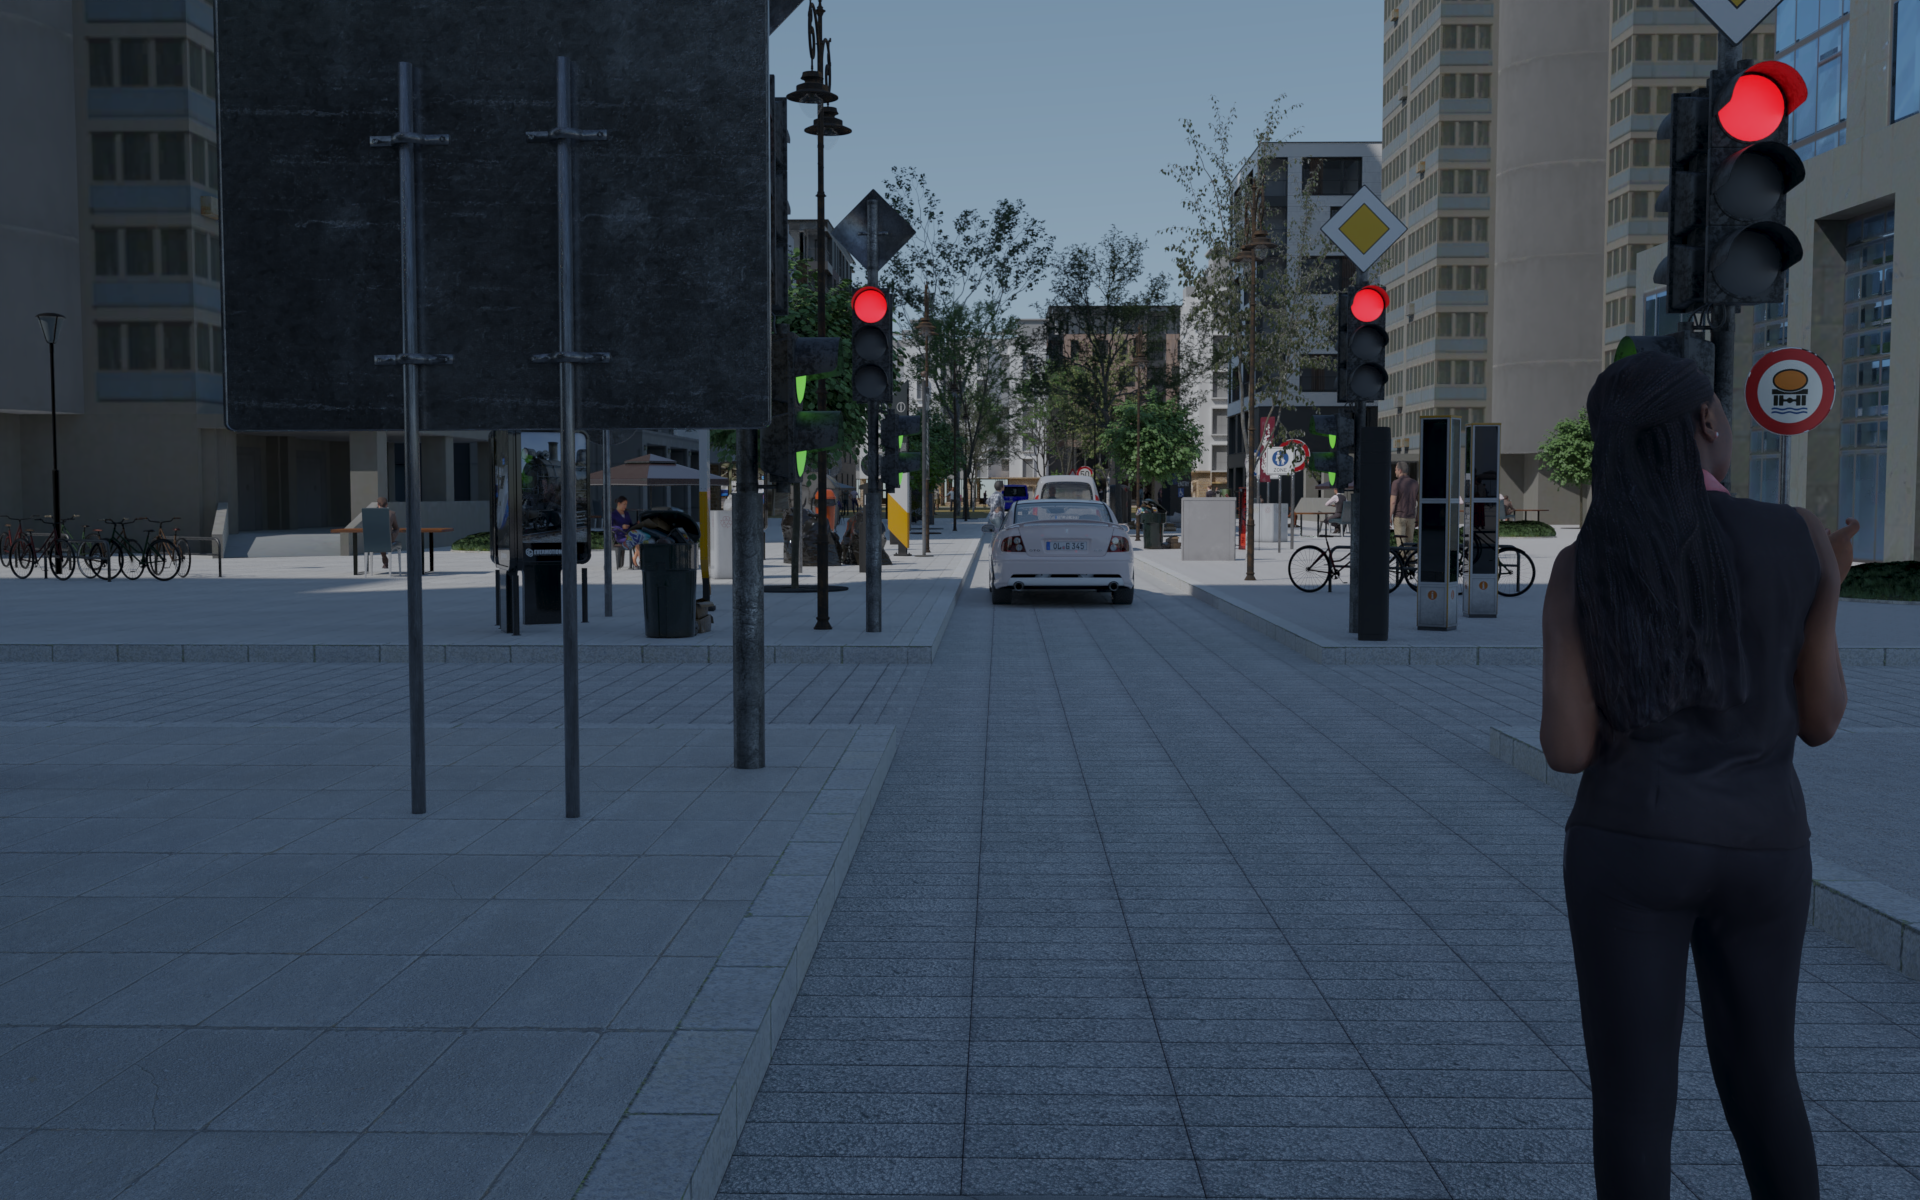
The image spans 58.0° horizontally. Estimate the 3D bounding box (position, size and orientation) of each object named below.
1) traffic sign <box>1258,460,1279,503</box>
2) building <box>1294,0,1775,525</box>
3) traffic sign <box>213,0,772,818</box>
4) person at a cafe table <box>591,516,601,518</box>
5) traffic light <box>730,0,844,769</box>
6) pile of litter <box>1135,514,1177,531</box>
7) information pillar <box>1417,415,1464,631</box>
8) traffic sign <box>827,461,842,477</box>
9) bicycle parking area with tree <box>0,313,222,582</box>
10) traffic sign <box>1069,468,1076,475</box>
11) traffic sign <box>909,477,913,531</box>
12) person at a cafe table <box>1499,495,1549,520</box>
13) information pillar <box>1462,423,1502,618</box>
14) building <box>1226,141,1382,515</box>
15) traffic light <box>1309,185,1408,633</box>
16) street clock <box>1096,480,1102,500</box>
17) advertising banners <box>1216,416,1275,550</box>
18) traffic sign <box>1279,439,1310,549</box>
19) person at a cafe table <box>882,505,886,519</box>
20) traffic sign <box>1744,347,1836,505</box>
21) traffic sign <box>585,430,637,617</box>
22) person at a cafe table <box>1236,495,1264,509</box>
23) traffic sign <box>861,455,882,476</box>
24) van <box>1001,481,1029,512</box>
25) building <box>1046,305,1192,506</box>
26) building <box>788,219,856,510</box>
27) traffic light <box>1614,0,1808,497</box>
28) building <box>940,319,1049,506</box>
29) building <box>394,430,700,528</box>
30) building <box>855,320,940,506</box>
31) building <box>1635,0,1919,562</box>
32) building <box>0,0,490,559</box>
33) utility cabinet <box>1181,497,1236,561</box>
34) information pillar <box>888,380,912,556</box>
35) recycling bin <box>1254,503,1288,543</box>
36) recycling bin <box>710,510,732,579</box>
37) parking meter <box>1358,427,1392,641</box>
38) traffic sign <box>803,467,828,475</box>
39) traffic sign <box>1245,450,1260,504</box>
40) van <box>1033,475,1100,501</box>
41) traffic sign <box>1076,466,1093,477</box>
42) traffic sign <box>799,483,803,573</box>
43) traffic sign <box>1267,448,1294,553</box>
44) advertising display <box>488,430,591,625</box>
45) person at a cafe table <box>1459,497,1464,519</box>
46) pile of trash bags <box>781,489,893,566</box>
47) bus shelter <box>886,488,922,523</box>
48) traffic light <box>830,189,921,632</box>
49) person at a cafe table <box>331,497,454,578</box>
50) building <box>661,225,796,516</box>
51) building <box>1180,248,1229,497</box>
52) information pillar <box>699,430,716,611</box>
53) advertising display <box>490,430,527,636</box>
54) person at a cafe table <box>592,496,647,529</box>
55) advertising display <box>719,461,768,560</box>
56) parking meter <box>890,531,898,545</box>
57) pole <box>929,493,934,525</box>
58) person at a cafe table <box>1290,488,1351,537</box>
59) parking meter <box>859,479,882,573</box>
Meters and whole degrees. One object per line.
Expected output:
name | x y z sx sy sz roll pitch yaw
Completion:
traffic sign | 8.446 -2.775 47.499 0.606 2.300 0.079 1 4 11
building | 32.647 -23.617 78.022 32.217 40.220 23.993 0 4 1
traffic sign | -1.858 -0.792 6.827 2.265 3.308 0.079 0 4 8
person at a cafe table | -10.335 -2.209 44.631 1.698 1.524 1.622 -2 4 -30
traffic light | -0.972 -1.168 8.018 0.839 4.253 0.868 0 4 1
pile of litter | 6.974 -2.798 59.713 1.719 0.858 1.176 0 4 6
information pillar | 4.506 -0.722 16.297 0.304 2.012 0.304 2 4 34
traffic sign | -3.954 -3.200 52.422 0.768 2.556 0.104 0 4 3
bicycle parking area with tree | -15.776 -2.344 25.326 8.231 4.147 9.016 -3 5 -42
traffic sign | 5.700 -5.360 87.640 0.884 2.594 0.081 0 4 4
traffic sign | -1.726 -3.678 60.139 0.884 2.594 0.081 1 4 10
person at a cafe table | 19.801 -3.124 61.944 1.726 1.238 1.698 -2 4 -35
information pillar | 5.418 -0.826 17.996 0.304 2.012 0.304 0 4 4
building | 31.733 -16.684 116.763 27.936 21.610 32.646 0 4 1
traffic light | 3.656 -1.651 15.913 0.839 4.253 0.868 0 4 1
street clock | 7.226 -5.236 90.176 0.358 2.002 0.471 -1 4 -14
advertising banners | 6.541 -2.661 39.687 0.090 3.025 2.074 -2 4 -28
traffic sign | 7.703 -2.446 40.106 0.768 2.556 0.104 0 4 7
person at a cafe table | -3.177 -4.901 88.648 1.622 1.524 1.698 -3 5 -39
traffic sign | 7.195 -0.918 15.109 0.768 2.556 0.104 0 4 4
traffic sign | -3.683 -1.099 18.069 0.768 2.556 0.104 0 4 4
person at a cafe table | 11.182 -3.531 68.591 1.698 1.238 1.726 -1 4 -23
traffic sign | -2.688 -3.260 53.404 0.768 2.556 0.104 0 4 5
van | 3.554 -6.808 115.689 2.240 2.365 5.245 0 4 0
building | 26.142 -21.652 197.992 32.646 21.610 27.936 0 4 1
building | -25.736 -18.303 143.221 32.646 21.610 27.936 0 4 1
traffic light | 3.469 -1.163 7.930 0.839 4.253 0.868 0 4 1
building | 4.013 -20.608 193.354 11.380 20.091 16.016 0 4 1
building | -21.936 -38.877 73.884 20.563 71.187 20.611 0 4 1
building | -7.349 -20.662 194.244 11.380 20.091 16.016 0 4 1
building | 31.845 -44.090 33.544 31.000 86.520 22.319 0 4 1
building | -28.600 -21.411 41.950 32.217 40.220 23.993 0 4 1
utility cabinet | 4.794 -1.362 33.425 1.020 1.237 0.306 0 4 2
information pillar | -1.255 -2.714 35.729 0.504 3.616 0.183 2 4 30
recycling bin | 8.258 -2.057 46.190 0.722 1.027 0.722 3 5 45
recycling bin | -3.428 -0.848 26.413 0.722 1.027 0.722 -1 4 -16
parking meter | 3.650 -0.583 15.247 0.255 1.863 0.399 1 4 16
traffic sign | -4.068 -2.908 47.555 0.884 2.594 0.081 0 4 8
traffic sign | 8.514 -3.017 49.433 0.768 2.556 0.104 1 4 8
van | 2.432 -2.027 40.146 2.013 2.044 4.112 0 4 2
traffic sign | 5.700 -4.830 79.071 0.768 2.556 0.104 1 4 10
traffic sign | -2.585 -1.713 28.016 0.884 2.594 0.081 0 4 6
traffic sign | 6.972 -2.179 37.750 0.606 2.300 0.079 1 4 9
advertising display | -4.127 -0.724 17.049 0.974 1.923 0.123 -2 4 -27
person at a cafe table | 16.883 -3.118 59.501 1.698 1.524 1.622 1 4 19
pile of trash bags | -2.392 -1.380 32.316 1.912 1.369 3.447 -1 4 -11
bus shelter | -2.322 -5.350 78.751 1.731 3.624 6.357 0 4 1
traffic light | -0.784 -1.656 16.001 0.839 4.253 0.868 0 4 1
person at a cafe table | -9.028 -1.009 27.354 1.698 1.238 1.726 0 4 -6
building | -18.352 -15.457 109.141 16.016 20.091 11.380 0 4 1
building | 25.910 -17.278 138.923 16.016 20.091 11.380 0 4 1
information pillar | -2.788 -1.685 18.899 0.183 3.616 0.504 0 4 -4
advertising display | -4.186 -0.662 16.043 0.123 1.923 0.974 -1 4 -23
person at a cafe table | -12.831 -3.256 64.100 1.698 1.238 1.726 2 4 34
advertising display | -4.208 -1.739 33.649 0.974 1.923 0.123 1 4 16
parking meter | -1.660 -2.338 43.933 0.255 1.863 0.399 0 4 -2
pole | -1.175 -4.770 71.837 0.158 3.312 0.155 0 3 0
person at a cafe table | 11.076 -2.652 51.869 1.698 1.524 1.622 -2 4 -32
parking meter | -1.466 -1.219 28.334 0.372 1.533 0.369 0 3 0
